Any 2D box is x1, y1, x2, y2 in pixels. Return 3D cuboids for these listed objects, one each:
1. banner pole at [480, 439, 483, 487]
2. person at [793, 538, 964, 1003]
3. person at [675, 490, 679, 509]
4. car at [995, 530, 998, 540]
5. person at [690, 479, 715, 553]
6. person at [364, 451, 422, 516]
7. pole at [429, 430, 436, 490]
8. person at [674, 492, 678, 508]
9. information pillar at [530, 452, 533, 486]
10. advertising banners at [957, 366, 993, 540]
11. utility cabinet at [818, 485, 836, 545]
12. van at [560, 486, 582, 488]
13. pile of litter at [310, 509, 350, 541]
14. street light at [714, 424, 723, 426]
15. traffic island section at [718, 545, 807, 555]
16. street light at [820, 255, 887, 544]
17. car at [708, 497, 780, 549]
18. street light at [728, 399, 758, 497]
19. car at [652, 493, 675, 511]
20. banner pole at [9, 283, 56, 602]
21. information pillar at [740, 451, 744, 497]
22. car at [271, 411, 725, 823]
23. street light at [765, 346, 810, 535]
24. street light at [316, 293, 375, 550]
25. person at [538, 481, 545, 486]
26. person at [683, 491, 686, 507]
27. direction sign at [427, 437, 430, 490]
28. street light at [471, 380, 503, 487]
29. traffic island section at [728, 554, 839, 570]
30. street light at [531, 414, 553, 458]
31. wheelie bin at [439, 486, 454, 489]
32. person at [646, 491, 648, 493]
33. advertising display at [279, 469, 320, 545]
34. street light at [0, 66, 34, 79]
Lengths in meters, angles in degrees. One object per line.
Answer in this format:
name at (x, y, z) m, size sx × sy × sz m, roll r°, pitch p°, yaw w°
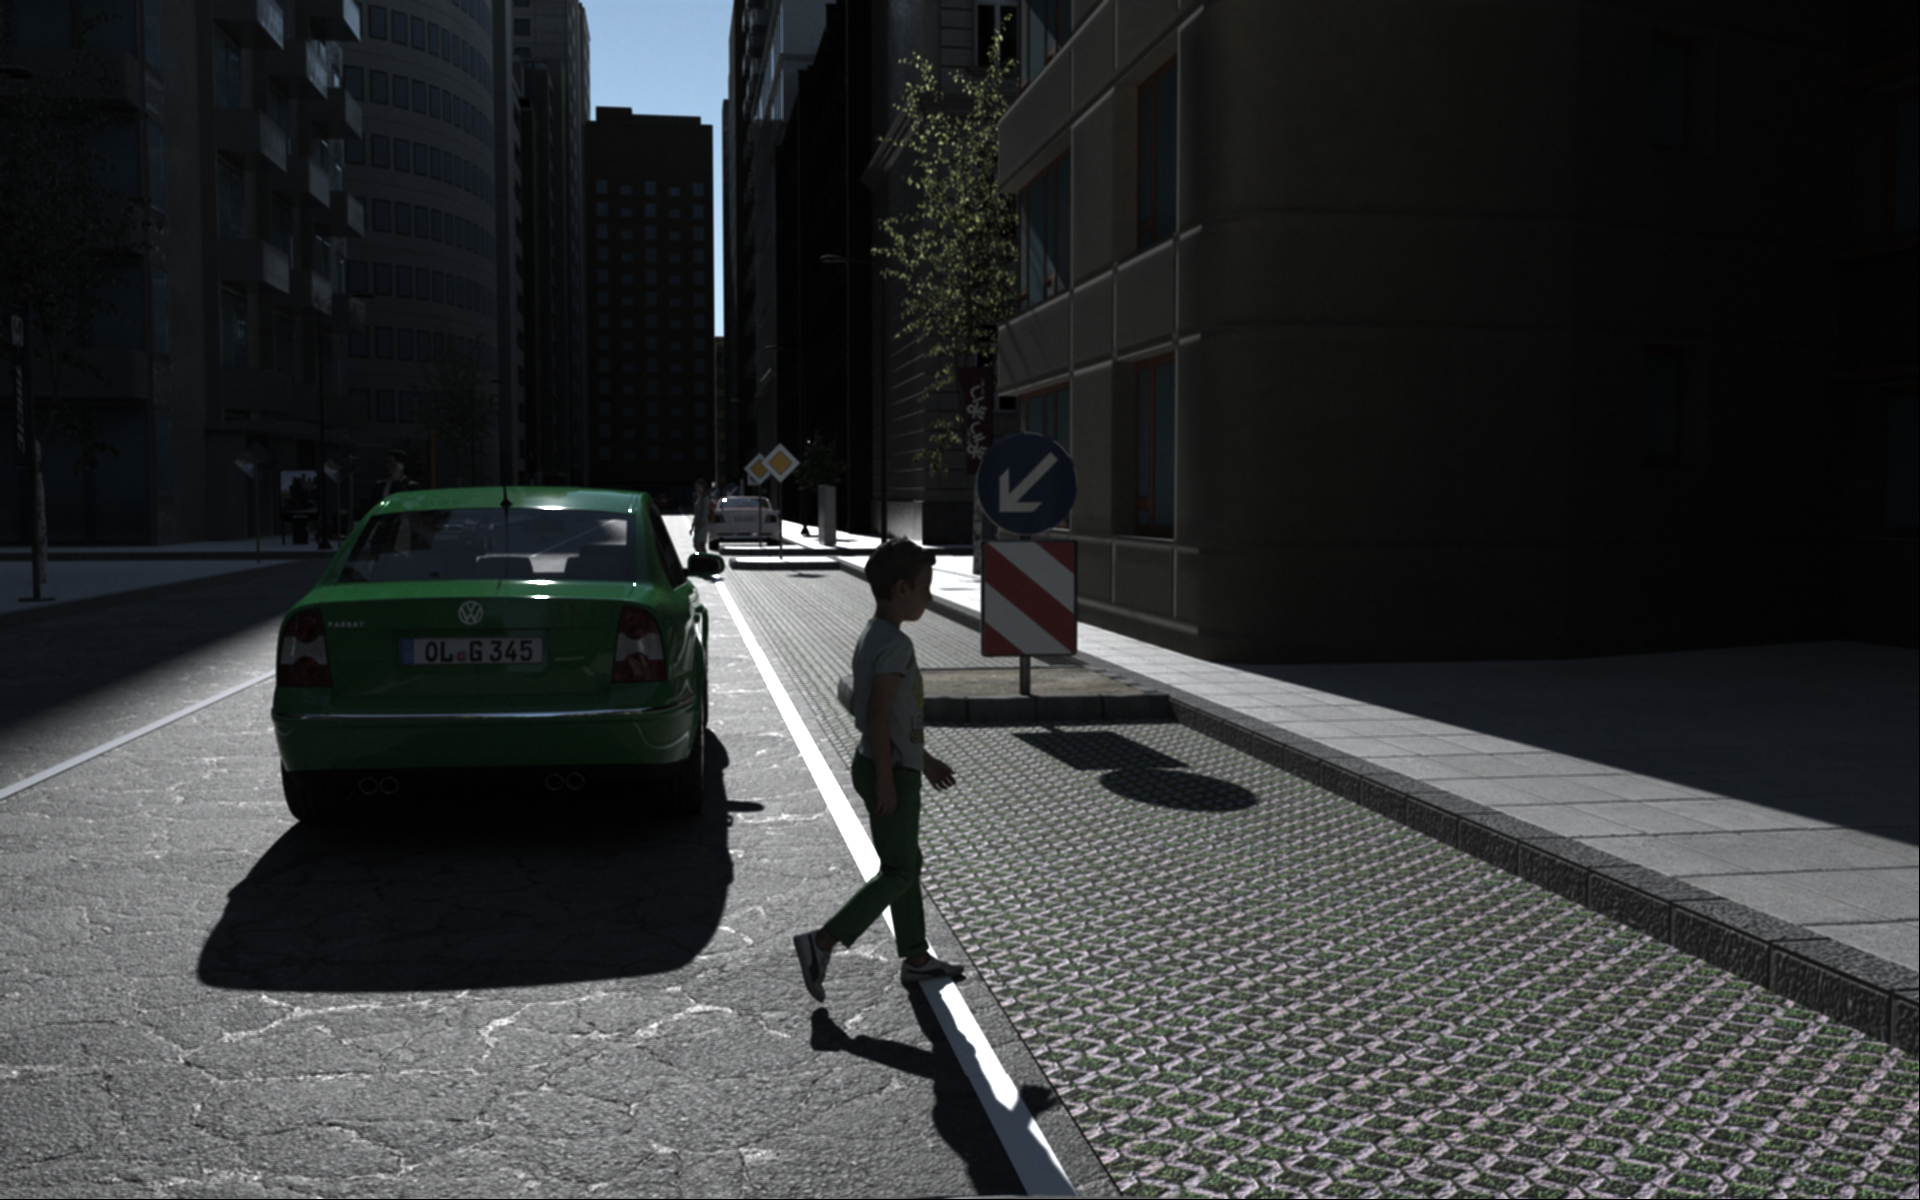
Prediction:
banner pole at (-21.816, -5.444, 79.020) m, size 0.401 × 3.779 × 0.863 m, roll -1°, pitch 4°, yaw -19°
person at (-0.233, 0.476, 4.973) m, size 0.590 × 1.304 × 0.306 m, roll -2°, pitch 4°, yaw -34°
person at (-27.074, -9.610, 165.605) m, size 0.705 × 1.826 × 1.348 m, roll 0°, pitch 4°, yaw -1°
car at (3.017, -1.894, 39.999) m, size 4.494 × 1.783 × 2.155 m, roll -1°, pitch 4°, yaw -9°
person at (-4.631, -1.317, 31.029) m, size 0.522 × 1.701 × 0.512 m, roll -2°, pitch 4°, yaw -30°
person at (-6.175, -0.668, 18.786) m, size 0.648 × 1.900 × 0.474 m, roll 0°, pitch 4°, yaw -8°
pole at (-16.698, -3.734, 54.896) m, size 0.158 × 3.312 × 0.155 m, roll 0°, pitch 3°, yaw 0°
person at (-29.042, -10.258, 177.136) m, size 0.541 × 1.710 × 0.530 m, roll -2°, pitch 4°, yaw -27°
information pillar at (-23.690, -6.387, 95.775) m, size 0.183 × 3.616 × 0.504 m, roll -2°, pitch 4°, yaw -24°
advertising banners at (0.919, -1.670, 23.489) m, size 2.074 × 3.025 × 0.090 m, roll 2°, pitch 4°, yaw 23°
utility cabinet at (-3.314, -2.120, 43.336) m, size 0.318 × 1.500 × 1.173 m, roll -1°, pitch 4°, yaw -12°
van at (-20.288, -5.053, 89.628) m, size 2.013 × 2.044 × 4.112 m, roll -1°, pitch 4°, yaw -8°
pile of litter at (-17.107, -2.084, 48.032) m, size 1.719 × 0.858 × 1.176 m, roll -1°, pitch 4°, yaw -11°
street light at (-15.678, -8.736, 115.367) m, size 1.470 × 5.913 × 1.316 m, roll -1°, pitch 4°, yaw -9°
traffic island section at (-4.787, -1.189, 41.728) m, size 2.009 × 0.180 × 2.903 m, roll -1°, pitch 4°, yaw -9°
street light at (-2.033, -3.757, 33.964) m, size 1.470 × 5.913 × 1.316 m, roll -1°, pitch 4°, yaw -9°
car at (-5.764, -2.065, 46.123) m, size 2.083 × 1.381 × 4.827 m, roll 0°, pitch 4°, yaw -8°
street light at (-10.543, -6.893, 85.247) m, size 1.470 × 5.913 × 1.316 m, roll -1°, pitch 4°, yaw -9°
car at (-26.114, -8.759, 152.255) m, size 2.155 × 1.783 × 4.494 m, roll -1°, pitch 4°, yaw -8°
banner pole at (-11.048, -1.863, 20.476) m, size 0.401 × 3.779 × 0.863 m, roll -1°, pitch 4°, yaw -11°
information pillar at (-11.933, -6.332, 94.875) m, size 0.183 × 3.616 × 0.504 m, roll 1°, pitch 4°, yaw 10°
car at (-2.211, -0.013, 9.003) m, size 1.959 × 1.807 × 4.718 m, roll 0°, pitch 4°, yaw -8°
street light at (-5.453, -5.026, 54.722) m, size 1.470 × 5.913 × 1.316 m, roll -1°, pitch 4°, yaw -9°
street light at (-14.191, -4.129, 40.050) m, size 1.470 × 5.913 × 1.316 m, roll -1°, pitch 4°, yaw -9°
person at (-12.903, -2.743, 53.353) m, size 0.555 × 1.821 × 0.388 m, roll 0°, pitch 4°, yaw -4°
person at (-28.016, -10.201, 176.210) m, size 0.530 × 1.710 × 0.541 m, roll 1°, pitch 4°, yaw 18°
direction sign at (-21.288, -4.732, 69.372) m, size 0.379 × 3.537 × 0.876 m, roll -1°, pitch 4°, yaw -16°
street light at (-19.239, -5.984, 70.376) m, size 1.470 × 5.913 × 1.316 m, roll -1°, pitch 4°, yaw -9°
traffic island section at (-3.477, -0.708, 33.851) m, size 2.009 × 0.180 × 2.903 m, roll -1°, pitch 4°, yaw -9°
street light at (-24.404, -7.861, 101.072) m, size 1.470 × 5.913 × 1.316 m, roll -1°, pitch 4°, yaw -9°
wheelie bin at (-21.264, -3.898, 71.641) m, size 0.980 × 1.594 × 0.693 m, roll -3°, pitch 4°, yaw -39°
person at (-26.096, -8.245, 144.244) m, size 0.436 × 1.711 × 0.756 m, roll 0°, pitch 4°, yaw 7°
advertising display at (-16.797, -2.377, 44.071) m, size 0.974 × 1.923 × 0.123 m, roll 0°, pitch 4°, yaw -7°
street light at (-10.757, -2.834, 18.880) m, size 1.470 × 5.913 × 1.316 m, roll -1°, pitch 4°, yaw -9°
